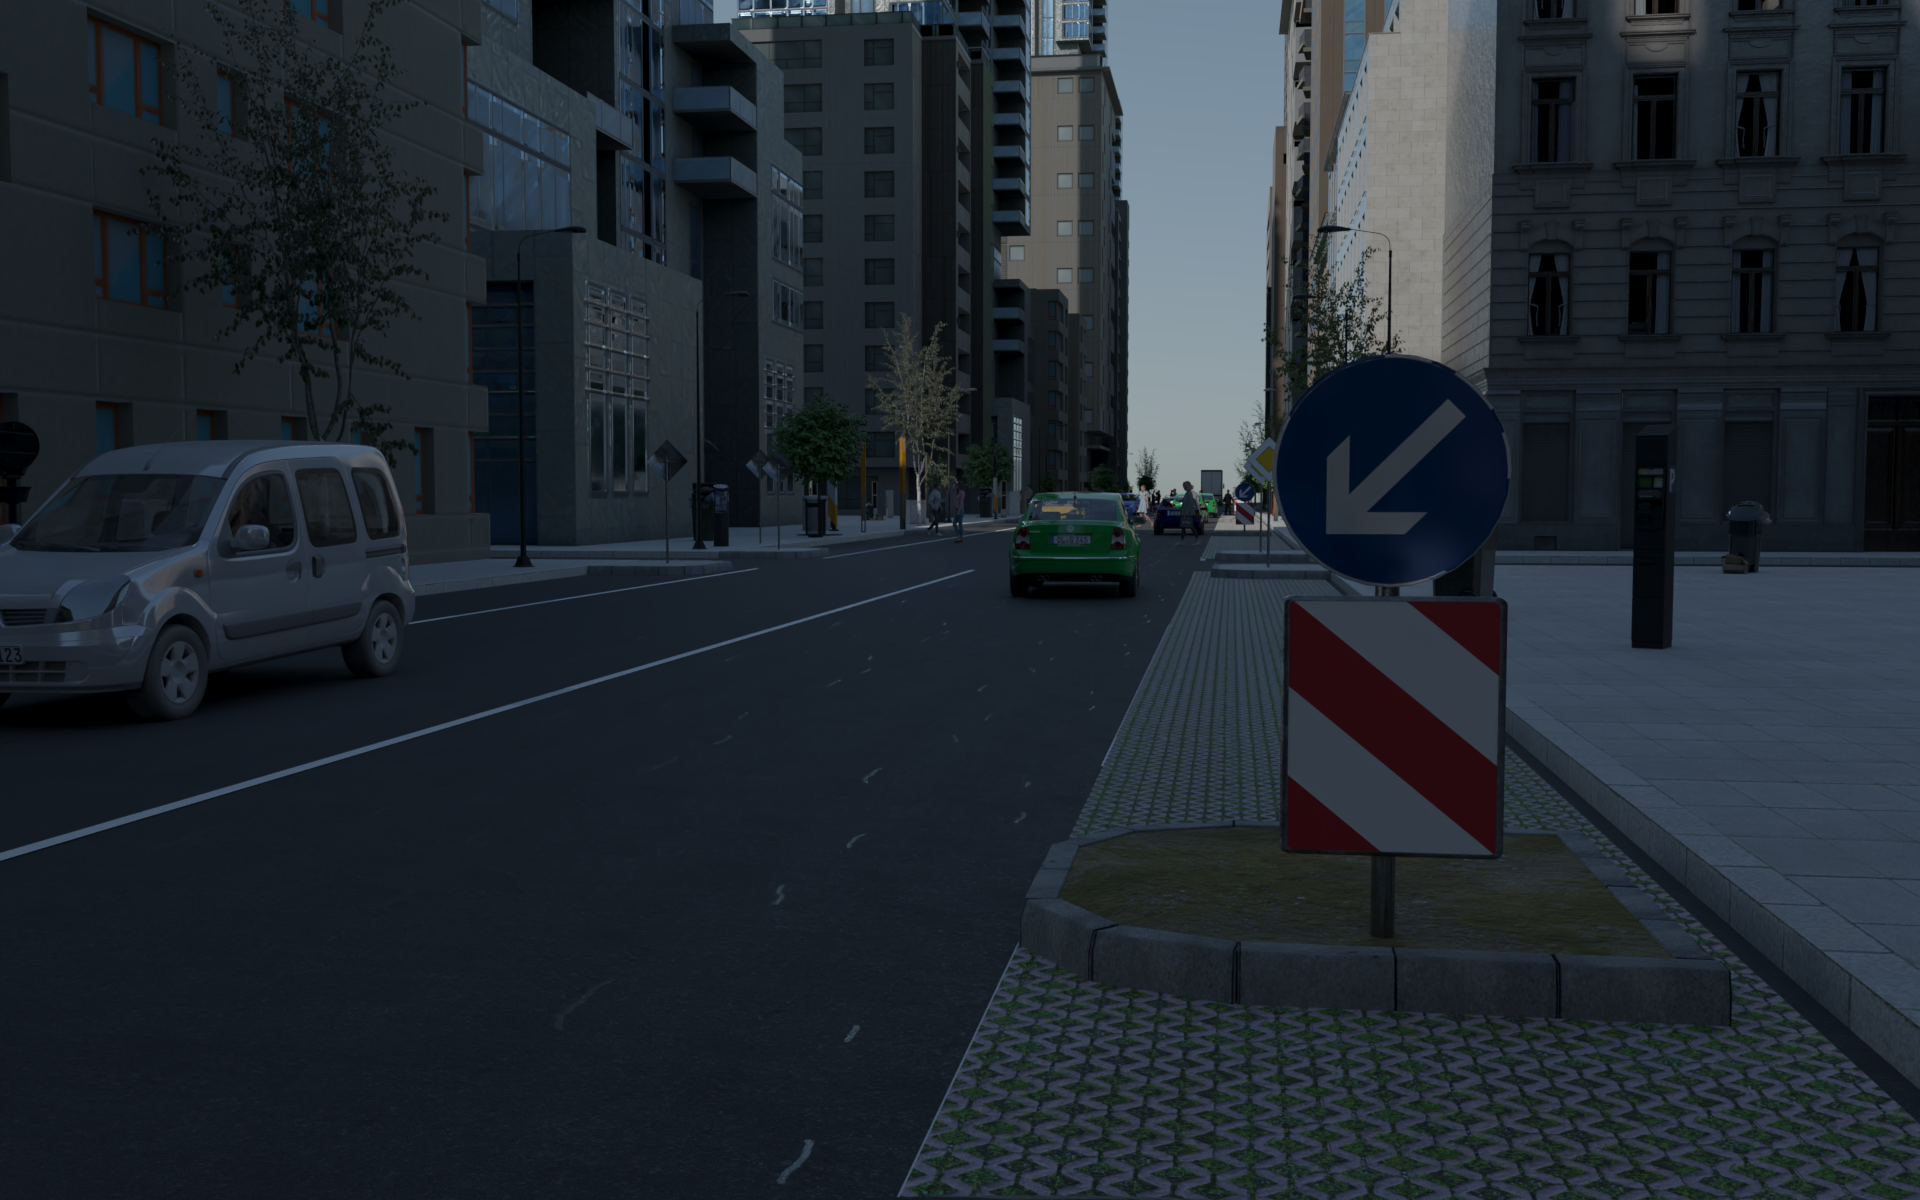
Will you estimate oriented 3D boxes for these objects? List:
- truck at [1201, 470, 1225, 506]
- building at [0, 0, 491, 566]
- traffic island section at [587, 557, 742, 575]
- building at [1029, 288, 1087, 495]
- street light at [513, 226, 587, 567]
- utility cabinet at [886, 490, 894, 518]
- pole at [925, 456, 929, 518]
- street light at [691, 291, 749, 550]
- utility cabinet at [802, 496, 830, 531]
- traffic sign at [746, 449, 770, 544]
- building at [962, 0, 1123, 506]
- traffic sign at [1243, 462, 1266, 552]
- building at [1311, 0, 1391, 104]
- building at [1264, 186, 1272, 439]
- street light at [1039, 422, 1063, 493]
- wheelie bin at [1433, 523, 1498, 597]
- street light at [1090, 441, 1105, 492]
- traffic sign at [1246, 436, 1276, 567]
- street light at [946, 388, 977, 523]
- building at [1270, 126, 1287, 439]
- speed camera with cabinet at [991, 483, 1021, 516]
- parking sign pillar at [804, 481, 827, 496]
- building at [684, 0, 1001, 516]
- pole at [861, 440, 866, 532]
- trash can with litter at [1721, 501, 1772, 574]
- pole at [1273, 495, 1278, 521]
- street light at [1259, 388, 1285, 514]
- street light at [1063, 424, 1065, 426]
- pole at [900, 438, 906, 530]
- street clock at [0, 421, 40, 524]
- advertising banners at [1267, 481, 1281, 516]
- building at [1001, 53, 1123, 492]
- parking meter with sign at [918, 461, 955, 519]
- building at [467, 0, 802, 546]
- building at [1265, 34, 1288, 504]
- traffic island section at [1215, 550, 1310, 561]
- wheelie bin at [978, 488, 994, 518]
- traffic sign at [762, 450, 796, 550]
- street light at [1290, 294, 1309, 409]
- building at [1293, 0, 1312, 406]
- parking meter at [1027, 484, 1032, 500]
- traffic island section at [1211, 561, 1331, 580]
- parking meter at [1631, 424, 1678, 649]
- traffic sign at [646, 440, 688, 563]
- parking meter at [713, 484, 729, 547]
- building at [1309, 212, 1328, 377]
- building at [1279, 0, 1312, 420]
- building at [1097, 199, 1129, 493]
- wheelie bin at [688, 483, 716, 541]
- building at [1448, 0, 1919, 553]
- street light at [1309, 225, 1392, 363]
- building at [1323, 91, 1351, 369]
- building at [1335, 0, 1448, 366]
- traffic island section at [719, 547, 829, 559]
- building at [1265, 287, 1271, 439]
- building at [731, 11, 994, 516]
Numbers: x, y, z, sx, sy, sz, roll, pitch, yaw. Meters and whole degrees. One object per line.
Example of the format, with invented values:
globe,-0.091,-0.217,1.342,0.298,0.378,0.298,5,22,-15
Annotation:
truck,29.791,-13.195,204.649,2.839,4.237,11.283,1,4,9
building,-25.720,-10.841,22.283,28.899,21.520,27.650,1,4,9
traffic island section,-5.435,-0.598,32.065,2.009,0.180,2.903,1,4,9
building,-3.106,-19.409,162.370,27.650,21.520,28.899,1,4,9
street light,-7.148,-3.527,30.206,1.470,5.913,1.316,1,4,9
utility cabinet,-3.757,-5.115,92.307,0.318,1.500,1.173,0,4,-8
pole,-1.748,-6.028,92.393,0.158,3.312,0.155,0,3,0
street light,-5.513,-4.121,39.915,1.470,5.913,1.316,1,4,9
utility cabinet,-5.033,-3.034,60.762,1.020,1.237,0.306,-3,5,-39
traffic sign,-5.175,-2.672,44.871,0.795,2.450,0.064,1,4,13
building,14.091,-57.748,256.846,22.319,86.520,31.000,1,4,9
traffic sign,6.636,-2.112,38.180,0.795,2.450,0.064,1,4,9
building,31.677,-28.773,120.541,14.600,45.320,14.200,1,4,9
building,56.264,-38.706,256.539,21.300,48.544,21.600,1,4,9
street light,5.690,-8.541,112.179,1.470,5.913,1.316,1,4,9
wheelie bin,5.549,-0.688,19.153,0.693,1.594,0.980,3,4,37
street light,12.001,-10.993,152.269,1.470,5.913,1.316,1,4,9
traffic sign,5.399,-1.630,30.291,0.795,2.450,0.064,1,4,9
street light,0.053,-6.342,76.239,1.470,5.913,1.316,1,4,9
building,44.033,-33.958,205.320,14.600,45.320,14.200,1,4,9
speed camera with cabinet,2.751,-6.721,104.219,2.038,3.252,0.660,-3,5,-40
parking sign pillar,-6.979,-5.733,82.203,1.447,3.967,1.447,0,4,-4
building,-5.149,-50.017,130.448,22.319,86.520,31.000,1,4,9
pole,-3.243,-3.933,58.150,0.158,3.312,0.155,0,3,0
trash can with litter,12.737,-1.022,28.094,0.624,1.170,1.055,2,4,34
pole,14.816,-5.341,81.168,0.158,3.312,0.155,0,3,0
street light,14.031,-6.342,76.230,1.470,5.913,1.316,1,4,9
street light,6.312,-8.747,115.556,1.470,5.913,1.316,1,4,9
pole,-2.070,-4.207,62.622,0.158,3.312,0.155,0,3,0
street clock,-9.461,-0.779,17.304,0.358,2.002,0.471,3,5,42
advertising banners,18.264,-6.388,100.626,0.090,3.025,2.074,-1,4,-13
building,4.961,-38.221,214.157,28.713,52.752,27.495,1,4,9
parking meter with sign,-1.285,-5.799,91.075,1.738,3.016,0.543,2,4,26
building,-18.041,-45.515,56.845,22.319,86.520,31.000,1,4,9
building,49.600,-47.890,221.245,20.563,71.187,20.611,1,4,9
traffic island section,6.660,-0.977,38.254,2.009,0.180,2.903,1,4,9
wheelie bin,1.419,-5.265,93.997,0.980,1.594,0.693,1,4,11
traffic sign,-4.174,-2.217,39.889,0.795,2.450,0.064,1,4,9
street light,8.407,-4.144,40.288,1.470,5.913,1.316,1,4,9
building,38.809,-29.760,141.199,22.147,44.769,28.867,1,4,9
parking meter,4.200,-6.099,105.431,0.255,1.863,0.399,2,4,29
traffic island section,5.424,-0.494,30.364,2.009,0.180,2.903,1,4,9
parking meter,5.785,-0.533,14.432,0.255,1.863,0.399,2,4,35
traffic sign,-5.410,-1.734,31.999,0.795,2.450,0.064,1,4,9
parking meter,-5.841,-2.075,42.335,0.372,1.533,0.369,0,3,0
building,26.151,-14.479,101.352,10.561,19.102,19.286,1,4,9
building,45.670,-35.420,168.355,28.713,52.752,27.495,1,4,9
building,15.453,-33.733,235.122,14.154,41.232,14.086,1,4,9
wheelie bin,-6.980,-2.420,47.475,0.980,1.594,0.693,0,4,1
building,21.373,-11.785,41.841,18.267,20.994,9.793,1,4,9
street light,6.866,-3.515,30.013,1.470,5.913,1.316,1,4,9
building,22.709,-14.294,82.863,9.793,20.994,18.267,1,4,9
building,19.905,-12.855,64.937,10.420,20.320,16.860,1,4,9
traffic island section,-4.198,-1.081,39.954,2.009,0.180,2.903,1,4,9
building,49.441,-28.649,240.119,14.160,30.474,14.107,1,4,9
building,-5.795,-20.583,108.239,14.160,30.474,14.107,1,4,9
